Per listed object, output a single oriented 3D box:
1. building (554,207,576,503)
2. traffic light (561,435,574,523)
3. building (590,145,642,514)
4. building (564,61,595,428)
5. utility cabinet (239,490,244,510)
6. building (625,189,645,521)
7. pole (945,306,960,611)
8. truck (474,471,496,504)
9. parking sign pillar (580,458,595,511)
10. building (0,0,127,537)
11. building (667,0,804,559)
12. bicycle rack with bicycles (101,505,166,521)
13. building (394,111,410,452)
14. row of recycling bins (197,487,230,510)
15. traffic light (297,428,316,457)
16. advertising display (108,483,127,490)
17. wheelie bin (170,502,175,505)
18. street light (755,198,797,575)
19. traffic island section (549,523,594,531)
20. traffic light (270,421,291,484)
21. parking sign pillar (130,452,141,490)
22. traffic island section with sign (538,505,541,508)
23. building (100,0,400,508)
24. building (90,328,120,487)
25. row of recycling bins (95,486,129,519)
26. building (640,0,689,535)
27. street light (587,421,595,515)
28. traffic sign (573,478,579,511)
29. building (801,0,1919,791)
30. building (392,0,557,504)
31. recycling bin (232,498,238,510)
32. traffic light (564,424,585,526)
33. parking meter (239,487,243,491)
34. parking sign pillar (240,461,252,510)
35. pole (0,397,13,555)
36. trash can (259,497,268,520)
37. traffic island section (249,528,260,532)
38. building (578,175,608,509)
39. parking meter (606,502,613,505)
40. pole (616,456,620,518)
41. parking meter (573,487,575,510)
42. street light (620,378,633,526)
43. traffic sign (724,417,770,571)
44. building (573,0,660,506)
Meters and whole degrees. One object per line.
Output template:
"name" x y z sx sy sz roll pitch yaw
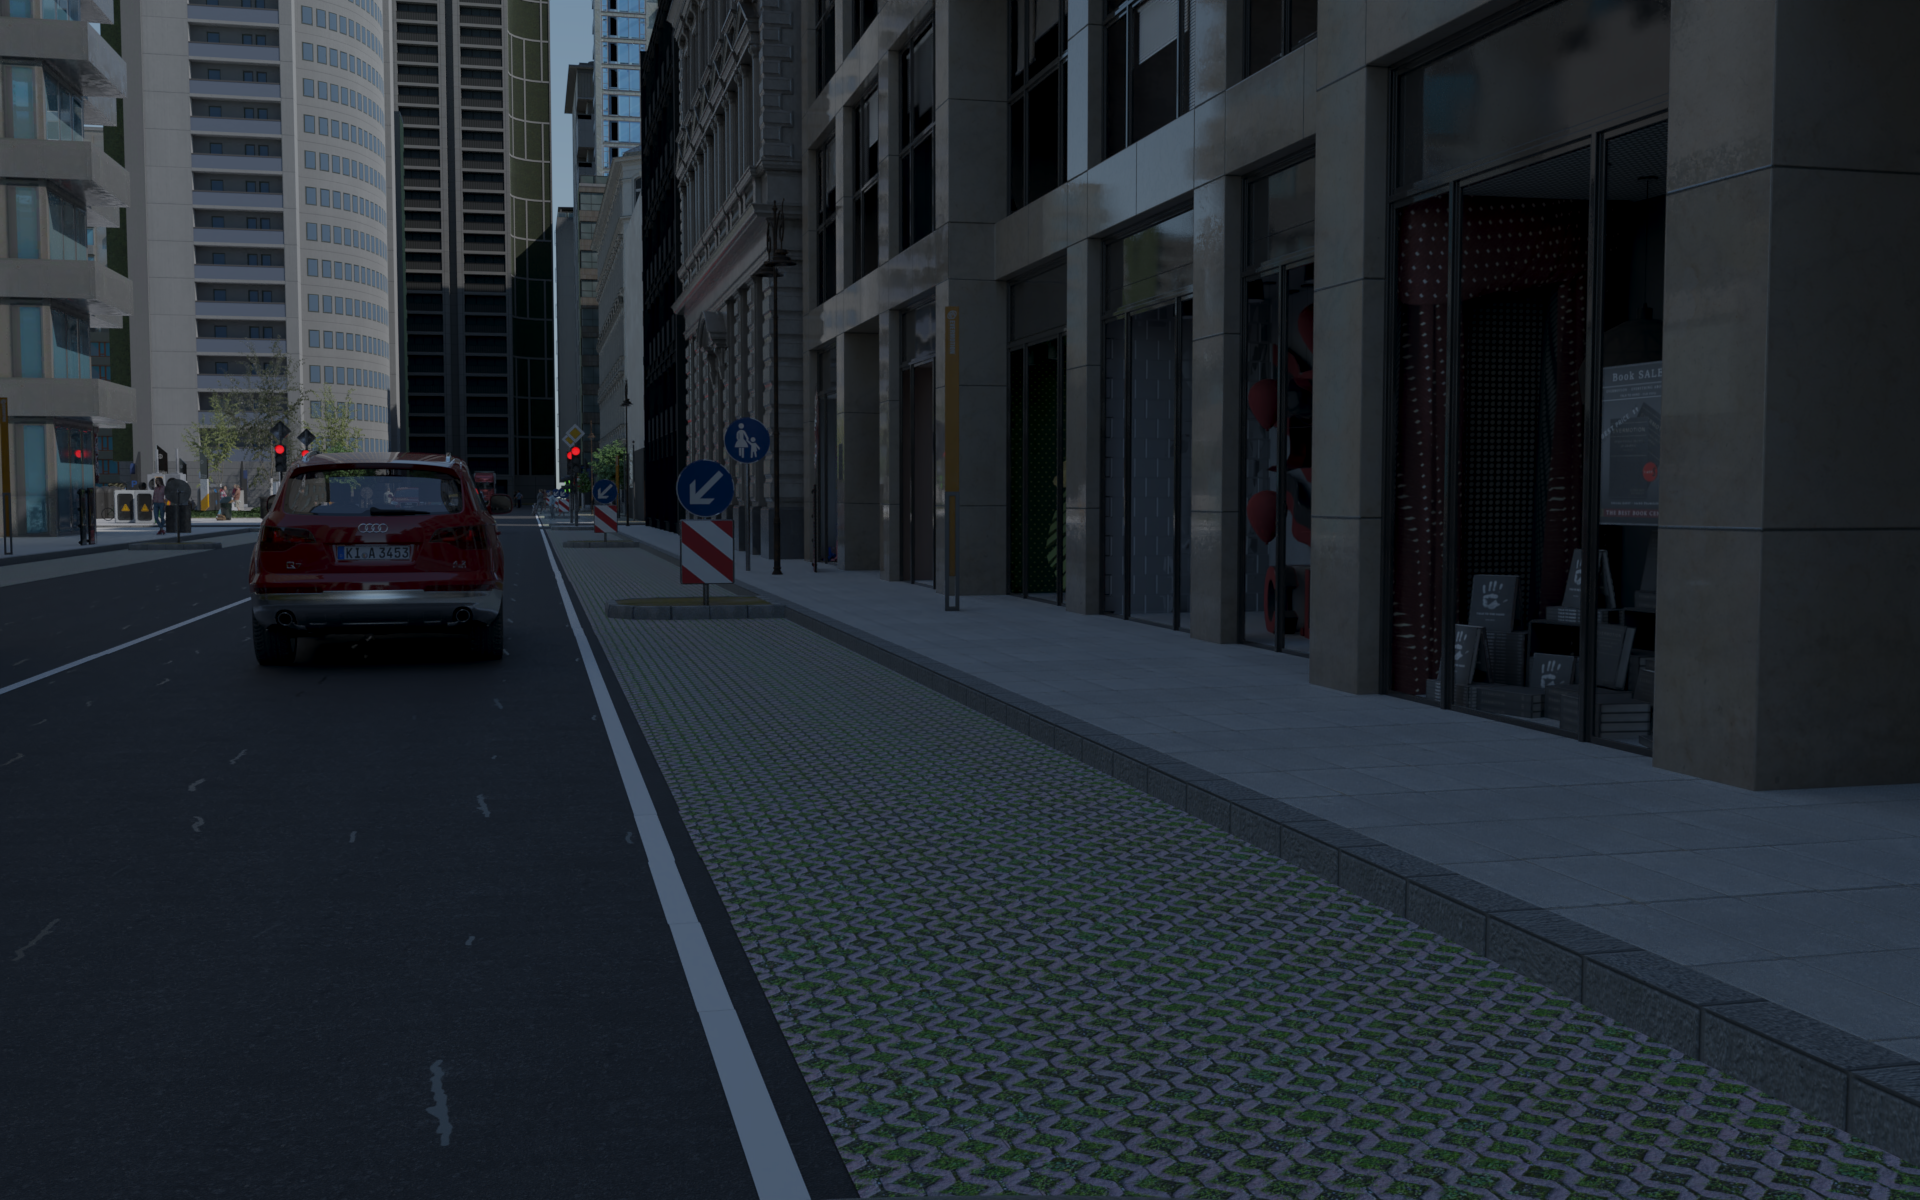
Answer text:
"building" -48.673 -34.041 240.159 14.086 41.232 14.154 -1 4 -14
"traffic light" -17.229 -5.365 76.635 0.839 4.253 0.868 -1 4 -14
"building" -18.337 -21.661 130.571 17.030 29.872 44.131 -1 4 -14
"building" -33.172 -38.100 212.177 28.713 52.752 27.495 -1 4 -14
"utility cabinet" -43.748 -5.916 105.397 0.318 1.500 1.173 -1 4 -22
"building" -7.913 -13.461 87.535 16.811 18.784 16.820 -1 4 -14
"pole" -0.087 -1.535 18.945 0.158 3.312 0.155 0 3 0
"truck" -59.076 -13.855 215.441 2.839 4.237 11.283 -1 4 -14
"parking sign pillar" -28.173 -8.757 131.645 1.447 3.967 1.447 0 4 4
"building" -40.474 -26.135 46.915 30.456 49.044 23.786 -1 4 -14
"building" -1.332 -13.117 43.348 11.050 23.489 19.941 -1 4 -14
"bicycle rack with bicycles" -39.854 -4.297 83.632 2.925 0.926 2.852 -1 4 -23
"building" -64.702 -30.247 178.137 14.154 41.232 14.086 -1 4 -14
"row of recycling bins" -43.007 -5.663 99.703 1.069 1.692 3.534 0 4 -4
"traffic light" -27.862 -5.202 73.980 0.839 4.253 0.868 -1 4 -14
"advertising display" -47.238 -5.622 97.140 0.974 1.923 0.123 -1 4 -12
"wheelie bin" -48.554 -6.067 107.105 0.980 1.594 0.693 1 4 11
"street light" -2.911 -3.341 27.407 0.468 5.910 1.993 -1 4 -14
"traffic island section" -15.258 -2.858 69.009 2.009 0.180 2.903 -1 4 -14
"traffic light" -25.933 -4.728 66.231 0.839 4.253 0.868 -1 4 -14
"parking sign pillar" -51.952 -7.384 109.205 1.447 3.967 1.447 -1 4 -16
"traffic island section with sign" -29.774 -7.256 127.269 1.989 1.847 2.006 -1 4 -14
"building" -62.965 -37.571 156.289 21.231 58.520 28.212 -1 4 -14
"building" -106.896 -21.433 195.471 28.899 21.520 27.650 -1 4 -14
"row of recycling bins" -44.646 -5.062 89.880 1.069 1.692 3.534 0 4 5
"building" -4.654 -14.213 62.062 12.332 23.373 15.834 -1 4 -14
"street light" -22.959 -8.267 107.946 0.468 5.910 1.993 -1 4 -14
"traffic sign" -27.790 -7.711 126.178 0.768 2.556 0.104 -1 4 -10
"building" 10.427 -13.074 18.276 19.350 26.468 34.151 -1 4 -14
"building" -66.577 -48.949 238.575 20.611 71.187 20.563 -1 4 -14
"recycling bin" -51.345 -6.720 122.421 0.722 1.027 0.722 3 4 36
"traffic light" -15.299 -4.891 68.885 0.839 4.253 0.868 -1 4 -14
"parking meter" -56.225 -7.934 135.433 0.399 1.863 0.255 0 4 -1
"parking sign pillar" -58.543 -9.361 141.518 1.447 3.967 1.447 -2 4 -28
"pole" -20.149 -2.614 36.578 0.158 3.312 0.155 0 3 0
"trash can" -34.261 -4.523 85.600 0.748 1.137 0.748 0 3 0
"traffic island section" -25.974 -2.696 66.356 2.009 0.180 2.903 -1 4 -14
"building" -28.172 -23.790 160.666 14.160 30.474 14.107 -1 4 -14
"parking meter" -16.216 -4.381 80.045 0.372 1.533 0.369 0 3 0
"pole" -18.165 -6.000 91.949 0.158 3.312 0.155 0 3 0
"parking meter" -31.381 -8.262 140.798 0.255 1.863 0.399 -3 5 -42
"street light" -13.251 -5.879 68.903 0.468 5.910 1.993 -1 4 -14
"traffic sign" -3.540 -1.759 28.858 0.768 2.556 0.104 0 4 -5
"building" -29.391 -53.161 181.850 22.319 86.520 31.000 -1 4 -14
